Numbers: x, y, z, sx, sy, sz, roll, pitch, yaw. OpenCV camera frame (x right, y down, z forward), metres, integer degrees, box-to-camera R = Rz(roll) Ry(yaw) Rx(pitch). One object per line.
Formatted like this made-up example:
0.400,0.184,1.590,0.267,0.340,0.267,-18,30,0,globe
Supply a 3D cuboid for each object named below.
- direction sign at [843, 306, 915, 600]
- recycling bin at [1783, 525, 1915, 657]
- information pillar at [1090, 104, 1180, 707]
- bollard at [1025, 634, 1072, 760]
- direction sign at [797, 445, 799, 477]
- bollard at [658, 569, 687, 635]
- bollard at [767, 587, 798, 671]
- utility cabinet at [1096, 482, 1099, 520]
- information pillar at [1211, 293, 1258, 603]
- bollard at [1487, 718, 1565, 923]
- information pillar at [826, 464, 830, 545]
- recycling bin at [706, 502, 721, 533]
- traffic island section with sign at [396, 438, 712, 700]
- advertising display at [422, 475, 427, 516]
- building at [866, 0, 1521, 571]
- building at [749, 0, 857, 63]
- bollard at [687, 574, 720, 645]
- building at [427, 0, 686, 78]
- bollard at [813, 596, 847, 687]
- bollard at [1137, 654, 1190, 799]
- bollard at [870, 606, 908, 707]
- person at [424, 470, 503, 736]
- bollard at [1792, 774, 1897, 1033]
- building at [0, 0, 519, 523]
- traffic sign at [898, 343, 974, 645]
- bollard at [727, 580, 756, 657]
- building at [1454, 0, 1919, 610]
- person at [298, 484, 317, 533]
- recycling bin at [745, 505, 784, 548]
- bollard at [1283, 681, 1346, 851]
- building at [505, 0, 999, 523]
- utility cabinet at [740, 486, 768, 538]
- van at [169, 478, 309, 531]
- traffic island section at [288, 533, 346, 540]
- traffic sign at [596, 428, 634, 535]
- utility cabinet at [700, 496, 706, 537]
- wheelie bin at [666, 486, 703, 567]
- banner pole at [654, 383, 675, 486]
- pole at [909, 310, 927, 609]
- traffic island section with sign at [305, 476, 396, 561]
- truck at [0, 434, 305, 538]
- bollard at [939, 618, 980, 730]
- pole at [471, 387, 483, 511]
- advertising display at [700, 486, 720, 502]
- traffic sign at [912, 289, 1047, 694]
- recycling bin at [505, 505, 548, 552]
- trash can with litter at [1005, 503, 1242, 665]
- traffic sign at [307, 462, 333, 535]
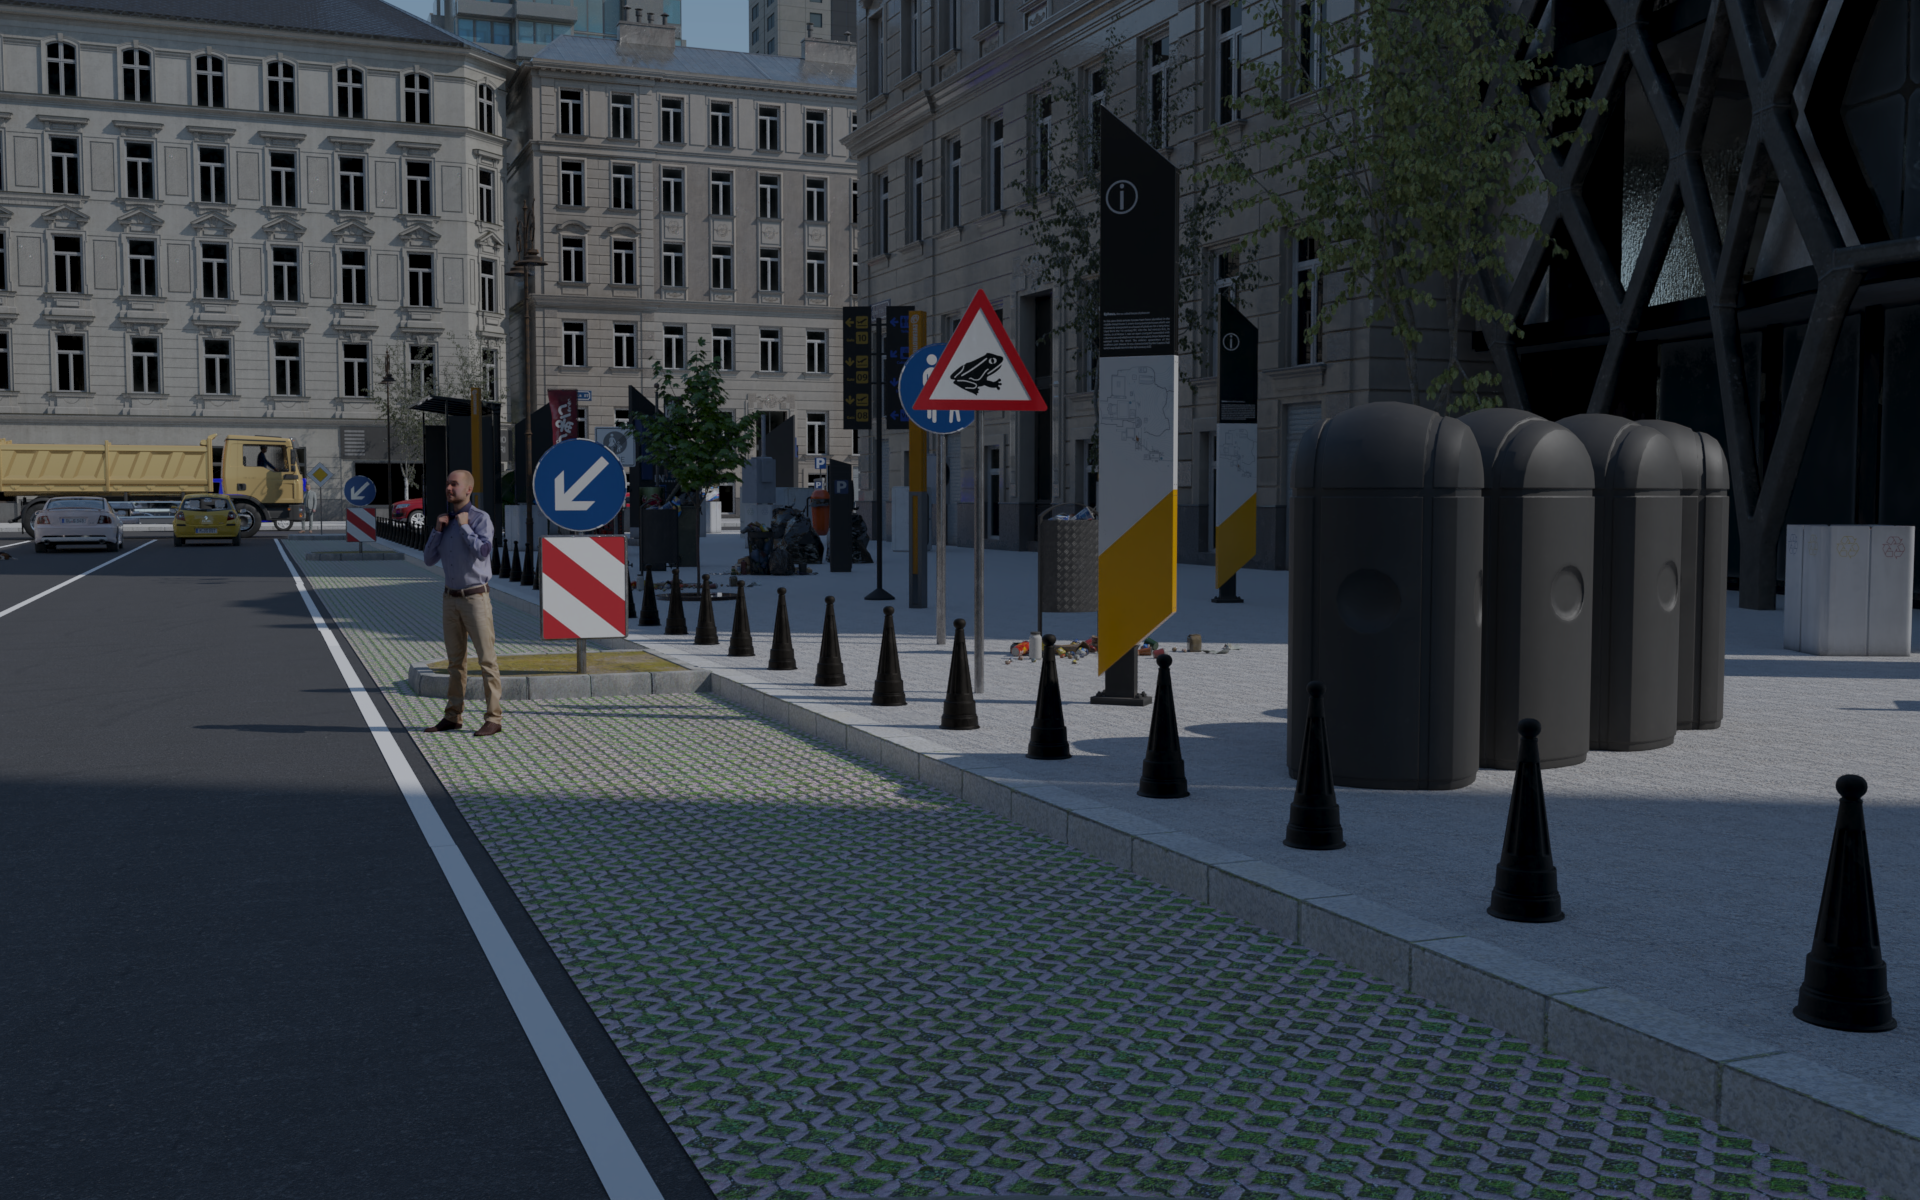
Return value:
-0.977,-1.771,20.956,0.876,3.537,0.379,0,4,6,direction sign
7.169,-0.088,13.993,0.722,1.027,0.722,0,4,3,recycling bin
1.062,-1.168,10.452,0.504,3.616,0.183,2,4,23,information pillar
0.433,0.465,8.439,0.229,0.601,0.229,0,3,0,bollard
-7.880,-5.372,79.837,0.876,3.537,0.379,-1,4,-12,direction sign
-2.597,0.013,15.833,0.229,0.601,0.229,0,3,0,bollard
-1.302,0.206,12.671,0.229,0.601,0.229,0,3,0,bollard
3.043,-1.364,30.983,1.173,1.500,0.318,1,4,20,utility cabinet
3.241,-1.774,20.366,0.504,3.616,0.183,-1,4,-11,information pillar
1.726,0.659,5.268,0.229,0.601,0.229,0,3,0,bollard
-3.088,-2.311,42.276,0.304,2.012,0.304,0,4,4,information pillar
-8.316,-2.710,56.862,0.722,1.027,0.722,1,4,21,recycling bin
-3.070,-0.265,12.960,1.989,1.847,2.006,-1,4,-22,traffic island section with sign
-16.391,-3.010,54.431,0.974,1.923,0.123,-1,4,-12,advertising display
6.858,-14.792,39.107,12.463,27.353,25.104,-1,4,-22,building
-14.485,-46.917,205.349,20.611,71.187,20.563,-1,4,-22,building
-2.166,0.077,14.779,0.229,0.601,0.229,0,3,0,bollard
-38.818,-33.260,163.403,23.786,49.044,30.456,-1,4,-22,building
-0.871,0.271,11.612,0.229,0.601,0.229,0,3,0,bollard
0.868,0.530,7.378,0.229,0.601,0.229,0,3,0,bollard
-0.433,0.336,10.545,0.229,0.601,0.229,0,3,0,bollard
-2.952,0.015,10.313,0.516,1.574,0.319,2,4,34,person
2.162,0.723,4.216,0.229,0.601,0.229,0,3,0,bollard
-44.487,-18.774,83.366,44.131,29.872,17.030,-1,4,-22,building
-0.161,-0.893,14.704,0.768,2.556,0.104,-1,4,-16,traffic sign
-1.735,0.142,13.725,0.229,0.601,0.229,0,3,0,bollard
16.658,-9.377,20.767,16.820,18.784,16.811,-1,4,-22,building
-24.064,-3.382,63.892,0.635,1.810,0.391,-1,4,-10,person
-4.639,-1.744,41.061,0.722,1.027,0.722,1,4,18,recycling bin
1.297,0.594,6.323,0.229,0.601,0.229,0,3,0,bollard
-11.999,-18.237,95.435,25.104,27.353,12.463,-1,4,-22,building
-5.926,-2.518,49.856,0.318,1.500,1.173,-2,4,-34,utility cabinet
-27.895,-3.824,66.899,5.245,2.365,2.240,-1,4,-20,van
-20.100,-1.976,54.591,2.009,0.180,2.903,-1,4,-22,traffic island section
-5.250,-1.484,26.398,0.606,2.300,0.079,-1,4,-17,traffic sign
-7.916,-2.490,51.880,0.306,1.237,1.020,-2,4,-29,utility cabinet
-4.892,-1.393,30.689,0.693,1.594,0.980,-1,4,-11,wheelie bin
-6.600,-2.997,39.024,0.863,3.779,0.401,1,4,13,banner pole
-0.470,-1.563,19.392,0.158,3.312,0.155,0,3,0,pole
-13.281,-1.791,37.914,1.989,1.847,2.006,-1,4,-22,traffic island section with sign
-25.664,-3.691,56.274,9.791,3.379,3.469,-2,4,-24,truck
-0.002,0.401,9.491,0.229,0.601,0.229,0,3,0,bollard
-9.253,-2.408,33.207,0.158,3.312,0.155,0,3,0,pole
-11.844,-4.701,82.078,0.974,1.923,0.123,-3,4,-38,advertising display
0.122,-0.678,11.089,0.884,2.594,0.081,-1,4,-14,traffic sign
-9.775,-1.620,39.037,0.722,1.027,0.722,-3,5,-40,recycling bin
1.284,-0.168,13.812,2.233,1.210,1.678,-1,4,-14,trash can with litter
-20.119,-3.111,54.506,0.795,2.450,0.064,-1,4,-22,traffic sign
